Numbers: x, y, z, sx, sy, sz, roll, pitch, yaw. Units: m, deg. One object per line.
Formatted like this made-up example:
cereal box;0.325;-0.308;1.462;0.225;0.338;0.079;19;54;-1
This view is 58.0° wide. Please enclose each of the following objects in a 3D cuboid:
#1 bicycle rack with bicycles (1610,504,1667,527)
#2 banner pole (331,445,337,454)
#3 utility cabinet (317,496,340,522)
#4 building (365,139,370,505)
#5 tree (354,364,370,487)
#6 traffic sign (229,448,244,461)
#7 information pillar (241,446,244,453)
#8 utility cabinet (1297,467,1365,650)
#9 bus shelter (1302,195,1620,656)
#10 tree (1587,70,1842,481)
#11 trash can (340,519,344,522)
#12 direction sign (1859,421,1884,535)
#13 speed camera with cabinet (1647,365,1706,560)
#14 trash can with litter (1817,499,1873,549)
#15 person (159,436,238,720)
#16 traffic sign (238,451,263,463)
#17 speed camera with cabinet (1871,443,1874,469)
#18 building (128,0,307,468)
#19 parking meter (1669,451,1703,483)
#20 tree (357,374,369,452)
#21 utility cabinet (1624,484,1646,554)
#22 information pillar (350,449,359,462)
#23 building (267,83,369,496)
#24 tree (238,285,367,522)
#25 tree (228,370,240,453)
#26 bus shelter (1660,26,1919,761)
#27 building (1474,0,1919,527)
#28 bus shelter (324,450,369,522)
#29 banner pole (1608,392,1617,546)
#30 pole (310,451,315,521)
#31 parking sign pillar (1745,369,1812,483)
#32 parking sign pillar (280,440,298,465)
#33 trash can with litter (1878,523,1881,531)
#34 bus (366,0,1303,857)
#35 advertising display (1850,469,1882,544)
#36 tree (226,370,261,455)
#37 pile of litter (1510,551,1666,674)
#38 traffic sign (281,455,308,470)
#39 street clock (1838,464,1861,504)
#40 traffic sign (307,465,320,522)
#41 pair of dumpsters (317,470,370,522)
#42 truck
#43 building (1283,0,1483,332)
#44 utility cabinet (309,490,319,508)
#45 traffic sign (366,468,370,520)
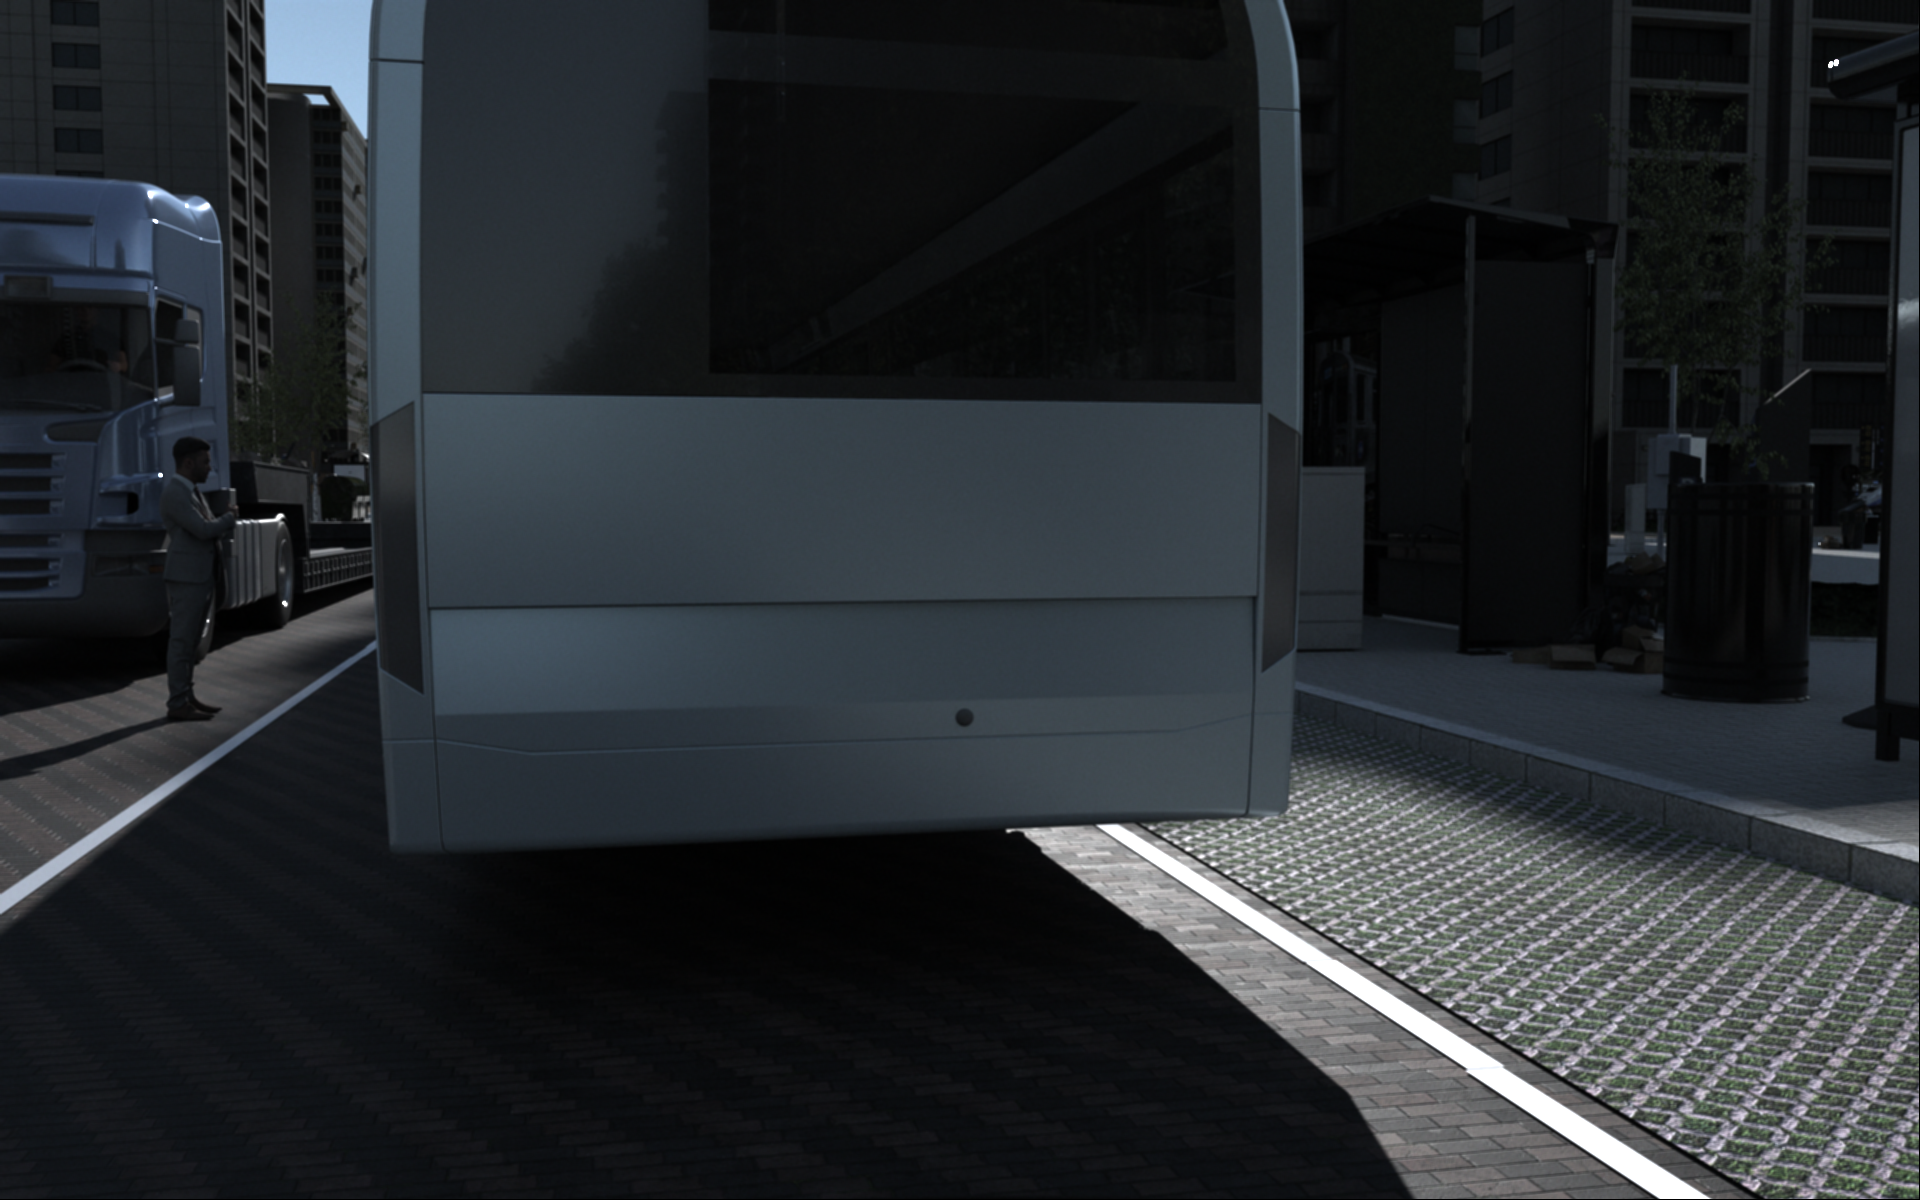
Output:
bicycle rack with bicycles;24.199;-2.975;62.018;2.852;0.926;2.925;-1;4;-10
banner pole;-31.988;-6.047;88.891;0.863;3.779;0.401;1;4;16
utility cabinet;-27.138;-3.860;74.266;0.306;1.237;1.020;3;5;42
building;-76.125;-34.332;215.952;28.867;44.769;22.147;-1;4;-12
tree;-30.450;-8.705;92.684;4.360;8.622;3.978;0;3;0
traffic sign;-15.323;-1.997;36.290;0.795;2.450;0.064;-1;4;-12
information pillar;-34.846;-5.681;84.235;0.183;3.616;0.504;-2;4;-30
utility cabinet;2.677;-0.333;14.131;1.173;1.500;0.318;-1;4;-9
bus shelter;3.888;-1.564;16.851;1.731;3.624;6.357;-1;4;-12
tree;12.861;-4.894;30.378;4.737;8.622;4.395;0;3;0
trash can;-27.310;-3.926;75.844;0.748;1.137;0.748;0;3;0
direction sign;28.521;-3.793;54.017;0.876;3.537;0.379;2;4;30
speed camera with cabinet;11.550;-1.954;26.287;0.660;3.252;2.038;-3;5;-42
trash can with litter;20.528;-1.761;40.187;1.055;1.170;0.624;-1;4;-9
person;-4.873;-0.149;11.121;0.466;1.800;0.511;-2;4;-25
traffic sign;-20.949;-3.116;51.057;0.768;2.556;0.104;-1;4;-12
speed camera with cabinet;35.794;-4.426;66.706;2.038;3.252;0.660;1;4;12
building;-58.139;-41.800;121.684;20.563;71.187;20.611;-1;4;-12
parking meter;9.858;-1.091;23.552;0.399;1.863;0.255;0;4;8
tree;-34.318;-11.903;111.623;9.611;12.733;9.660;0;3;0
utility cabinet;14.344;-1.722;36.840;0.318;1.500;1.173;1;4;16
information pillar;-31.095;-5.973;89.017;0.183;3.616;0.504;3;5;42
building;-67.649;-28.640;160.145;23.993;40.220;32.217;-1;4;-12
tree;-22.864;-6.771;61.067;4.737;8.622;4.395;0;3;0
tree;-39.467;-9.017;97.785;4.737;8.622;4.395;0;3;0
bus shelter;5.509;-1.794;6.964;2.179;5.291;8.768;-1;4;-12
building;33.635;-38.998;75.875;20.611;71.187;20.563;-1;4;-12
bus shelter;-28.616;-5.388;82.016;2.014;3.302;5.546;-1;4;-12
banner pole;16.088;-3.230;42.831;0.401;3.779;0.863;1;4;23
pole;-30.931;-5.443;82.830;0.158;3.312;0.155;0;3;0
parking sign pillar;17.677;-2.996;37.462;1.447;3.967;1.447;-1;4;-15
parking sign pillar;-32.661;-5.866;84.377;1.447;3.967;1.447;0;4;-2
trash can with litter;32.179;-2.979;60.100;1.055;1.170;0.624;1;4;18
bus;-1.784;-0.994;11.111;2.948;3.499;13.247;-1;4;-13
advertising display;23.389;-2.401;44.474;0.974;1.923;0.123;1;4;16
tree;-44.225;-9.396;103.994;4.360;8.622;3.978;0;3;0
pile of litter;4.856;0.071;12.798;1.176;0.858;1.719;-1;4;-19
traffic sign;-16.983;-2.475;44.101;0.795;2.450;0.064;-1;4;-12
street clock;21.760;-2.315;42.416;0.471;2.002;0.358;1;4;17
traffic sign;-25.737;-4.126;68.642;0.795;2.450;0.064;0;4;-8
pair of dumpsters;-24.285;-4.021;68.230;1.574;2.255;4.437;-1;4;-12
truck;-9.015;-1.923;21.202;2.967;4.110;18.799;-1;4;-12
building;10.076;-17.999;65.992;14.107;30.474;14.160;-1;4;-12
utility cabinet;-33.221;-4.856;88.066;1.173;1.500;0.318;-2;4;-31
traffic sign;-29.578;-5.283;86.383;0.884;2.594;0.081;0;4;-3
